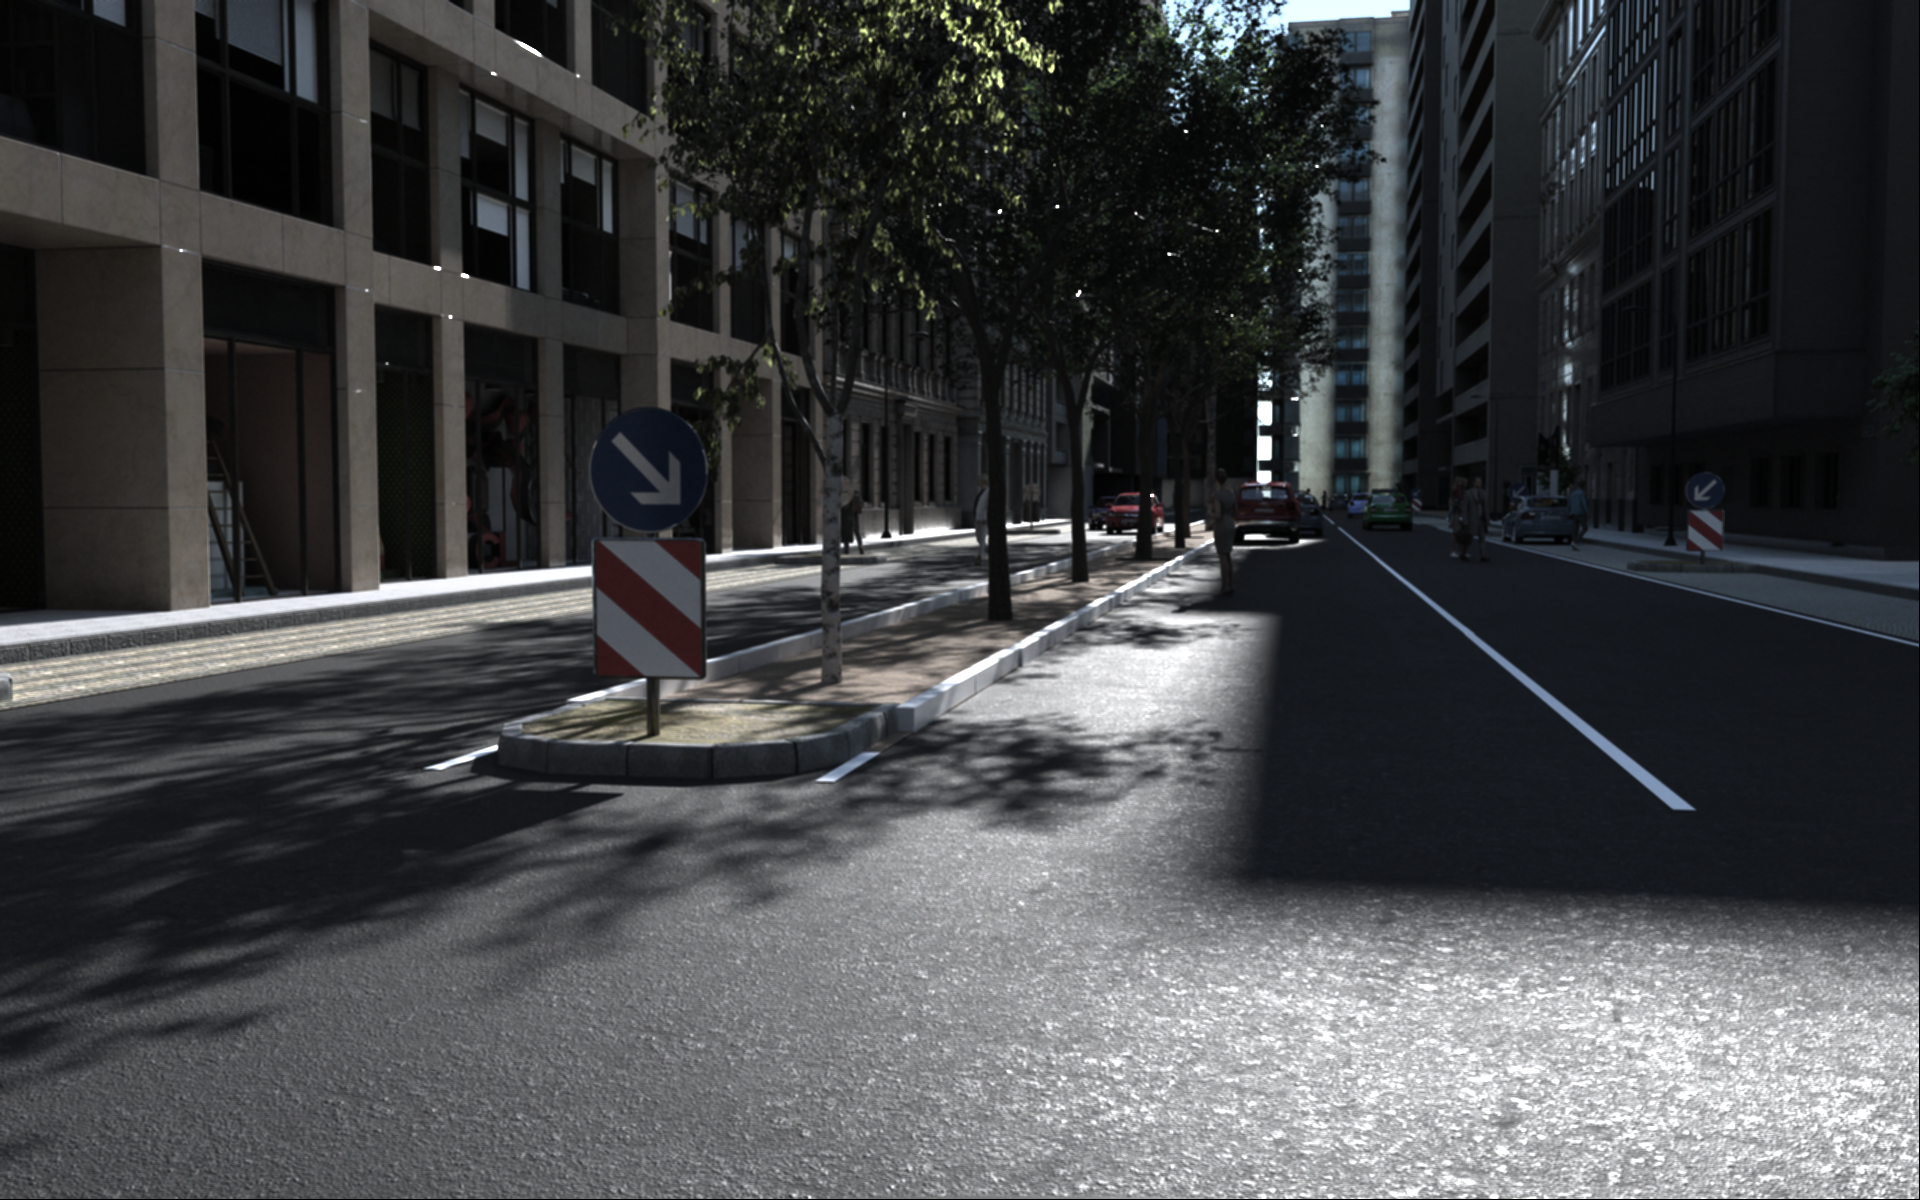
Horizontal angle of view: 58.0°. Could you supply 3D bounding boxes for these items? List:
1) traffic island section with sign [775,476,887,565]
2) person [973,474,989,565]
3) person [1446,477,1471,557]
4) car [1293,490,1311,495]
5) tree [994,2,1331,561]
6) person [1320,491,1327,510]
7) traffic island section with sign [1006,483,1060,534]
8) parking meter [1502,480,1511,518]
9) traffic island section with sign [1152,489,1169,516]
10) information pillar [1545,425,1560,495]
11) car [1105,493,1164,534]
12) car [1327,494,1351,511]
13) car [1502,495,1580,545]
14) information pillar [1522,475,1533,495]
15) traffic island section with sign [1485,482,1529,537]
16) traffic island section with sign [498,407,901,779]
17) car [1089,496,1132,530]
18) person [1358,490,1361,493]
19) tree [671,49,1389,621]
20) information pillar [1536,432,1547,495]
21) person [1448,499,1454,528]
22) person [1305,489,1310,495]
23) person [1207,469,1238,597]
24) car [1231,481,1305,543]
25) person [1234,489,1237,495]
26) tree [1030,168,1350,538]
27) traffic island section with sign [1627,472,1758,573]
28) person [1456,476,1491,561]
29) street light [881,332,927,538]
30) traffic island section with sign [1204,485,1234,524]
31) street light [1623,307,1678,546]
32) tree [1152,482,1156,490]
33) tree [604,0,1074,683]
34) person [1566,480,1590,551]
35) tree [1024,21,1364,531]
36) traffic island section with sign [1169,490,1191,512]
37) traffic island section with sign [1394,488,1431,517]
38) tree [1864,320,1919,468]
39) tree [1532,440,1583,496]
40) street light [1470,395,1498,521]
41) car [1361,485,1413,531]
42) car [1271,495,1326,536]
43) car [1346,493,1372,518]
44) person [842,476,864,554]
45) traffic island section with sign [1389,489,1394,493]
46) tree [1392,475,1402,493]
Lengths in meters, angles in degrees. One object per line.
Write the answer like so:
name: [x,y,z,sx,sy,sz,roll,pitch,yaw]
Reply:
traffic island section with sign: [-2.588,-1.658,35.732,1.989,1.847,2.006,1,4,11]
person: [0.512,-1.655,35.436,0.514,1.842,0.818,3,4,38]
person: [11.321,-1.884,39.275,0.573,1.828,0.580,2,4,25]
car: [29.260,-8.628,149.740,2.281,1.827,5.304,1,4,9]
tree: [4.041,-6.643,36.831,9.928,11.665,9.643,0,3,0]
person: [32.650,-8.946,155.562,0.721,1.735,1.217,3,4,37]
traffic island section with sign: [2.565,-3.277,62.209,1.989,1.847,2.006,1,4,11]
parking meter: [23.332,-4.174,73.948,0.255,1.863,0.399,0,4,7]
traffic island section with sign: [12.242,-6.316,111.888,1.989,1.847,2.006,1,4,11]
information pillar: [20.339,-4.153,59.263,0.183,3.616,0.504,0,4,-6]
car: [6.417,-3.317,63.277,2.155,1.783,4.494,1,4,12]
car: [31.673,-8.102,144.467,2.014,1.417,4.499,1,4,12]
car: [16.828,-2.340,50.261,2.014,1.417,4.499,1,4,11]
information pillar: [21.952,-3.826,67.053,0.304,2.012,0.304,0,4,-3]
traffic island section with sign: [18.704,-3.060,58.663,1.989,1.847,2.006,1,4,11]
traffic island section with sign: [-1.513,-0.097,9.722,2.006,1.907,1.989,1,4,11]
car: [6.257,-3.536,70.388,1.945,1.354,3.894,1,4,11]
person: [28.619,-7.012,123.866,1.217,1.735,0.721,-2,4,-31]
tree: [0.546,-5.062,19.626,8.767,10.594,7.601,1,4,11]
information pillar: [22.159,-4.554,65.817,0.504,3.616,0.183,-1,4,-15]
person: [20.546,-3.634,72.201,0.394,1.301,0.425,1,4,9]
person: [17.588,-4.785,87.654,0.530,1.710,0.541,2,4,29]
person: [3.656,-0.936,24.149,0.374,1.781,0.599,3,5,43]
car: [9.279,-2.679,52.476,2.281,1.827,5.304,1,4,11]
person: [14.757,-5.152,93.412,0.551,1.740,0.621,0,4,2]
tree: [7.315,-8.734,55.627,12.009,13.543,11.850,0,3,0]
traffic island section with sign: [13.554,-1.442,32.203,1.989,1.847,2.006,1,4,11]
person: [10.991,-1.731,36.900,0.694,1.812,0.767,-1,4,-19]
street light: [-1.602,-4.733,49.933,1.470,5.913,1.316,1,4,11]
traffic island section with sign: [12.848,-4.608,83.481,2.006,1.907,1.989,1,4,11]
street light: [17.126,-4.307,42.968,1.470,5.913,1.316,1,4,11]
tree: [15.669,-9.188,144.827,1.663,3.219,1.824,0,3,0]
tree: [-0.940,-3.685,13.073,4.360,8.622,3.978,0,3,0]
person: [15.562,-2.128,43.637,0.444,1.785,0.601,-1,4,-15]
tree: [8.712,-12.809,67.772,12.611,20.169,13.585,0,3,0]
traffic island section with sign: [17.398,-7.934,138.347,1.989,1.847,2.006,1,4,11]
traffic island section with sign: [28.298,-6.074,107.942,1.989,1.847,2.006,1,4,11]
tree: [15.676,-2.606,26.319,4.285,4.588,4.351,0,3,0]
tree: [21.185,-4.099,61.615,1.663,3.219,1.824,0,3,0]
street light: [24.650,-6.660,81.430,1.470,5.913,1.316,1,4,11]
car: [17.078,-3.699,69.277,1.959,1.807,4.718,1,4,10]
car: [11.672,-2.936,60.011,2.014,1.417,4.499,1,4,11]
car: [24.062,-5.747,103.552,1.945,1.707,3.694,1,4,11]
person: [-2.496,-1.877,39.147,0.622,1.834,0.822,-1,4,-21]
traffic island section with sign: [33.470,-7.692,134.398,1.989,1.847,2.006,1,4,11]
tree: [40.225,-9.963,157.493,1.663,3.219,1.824,0,3,0]
